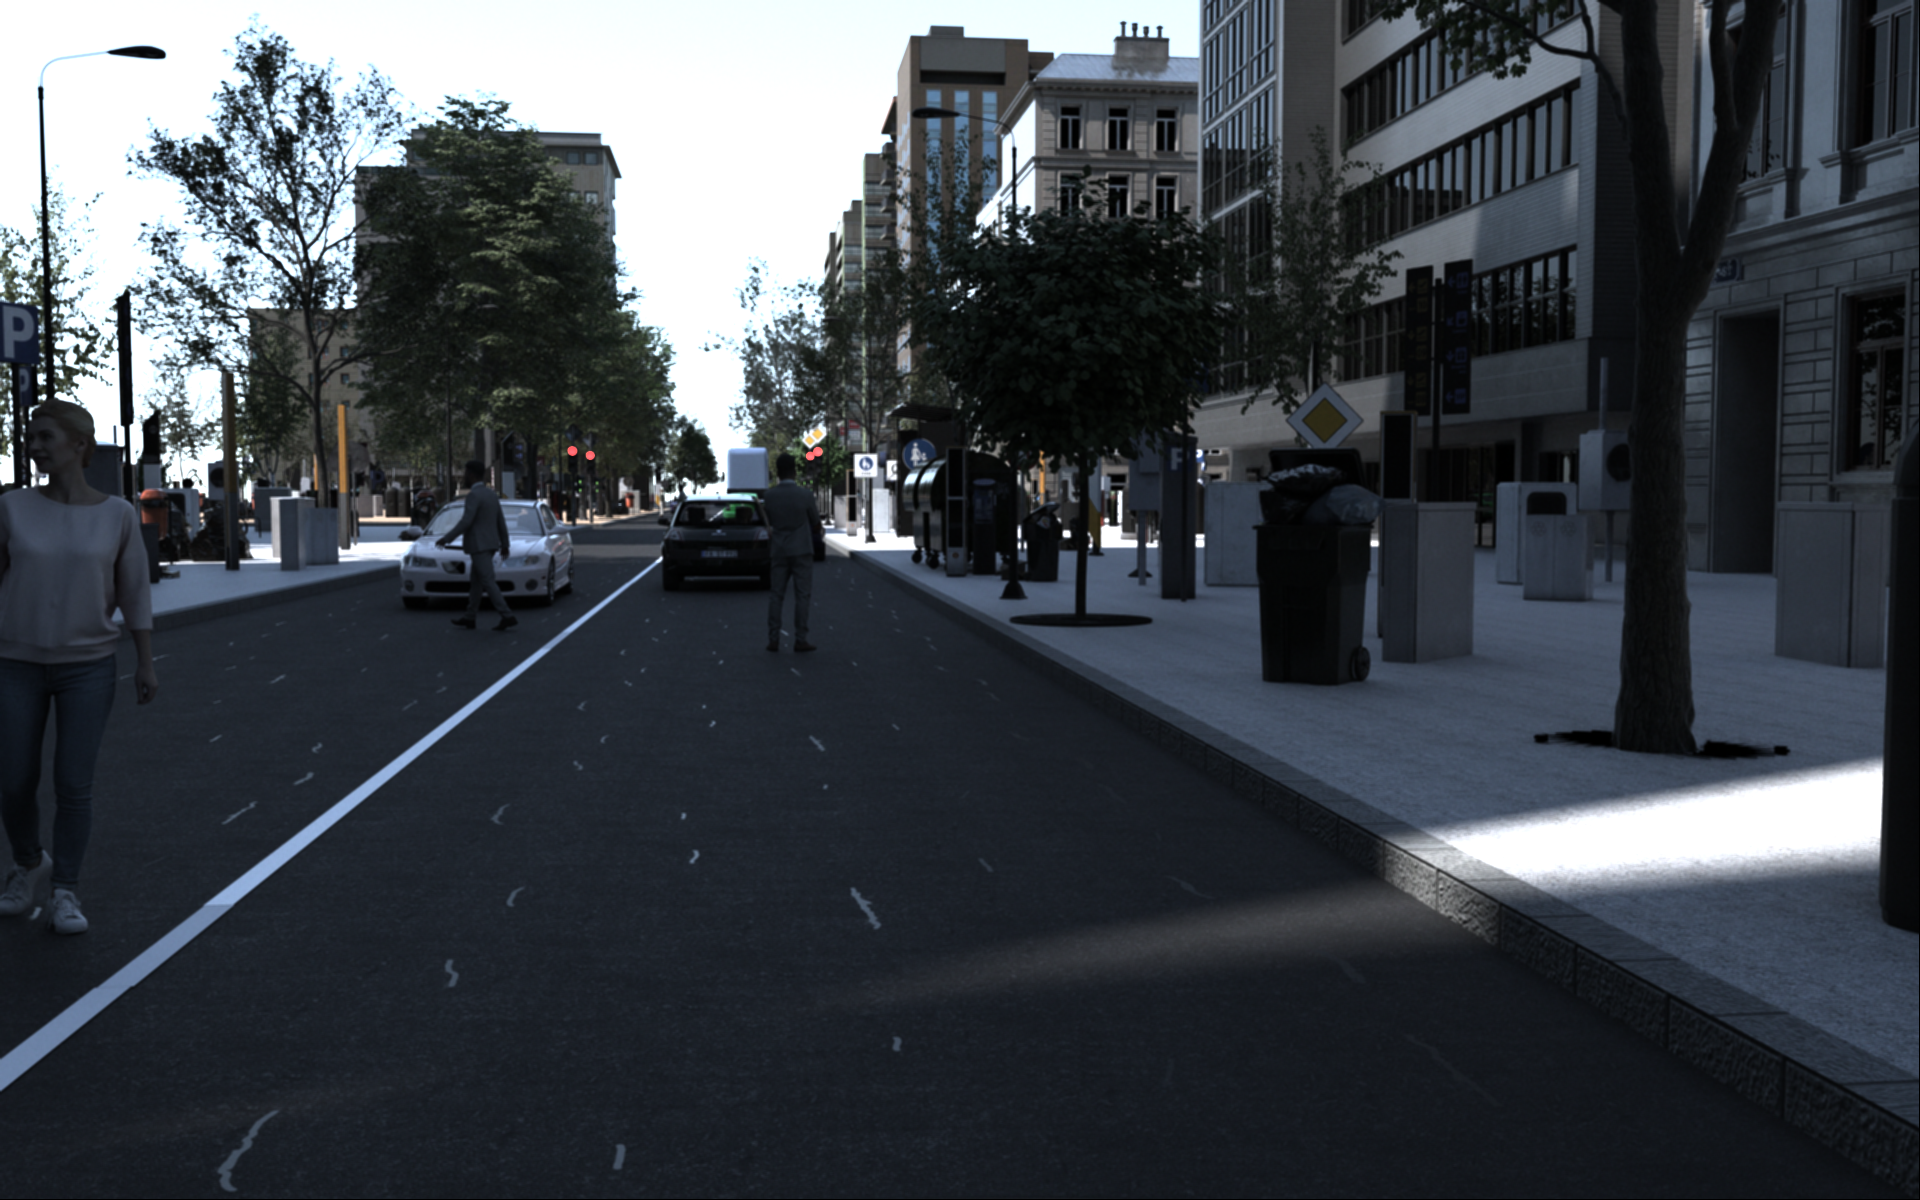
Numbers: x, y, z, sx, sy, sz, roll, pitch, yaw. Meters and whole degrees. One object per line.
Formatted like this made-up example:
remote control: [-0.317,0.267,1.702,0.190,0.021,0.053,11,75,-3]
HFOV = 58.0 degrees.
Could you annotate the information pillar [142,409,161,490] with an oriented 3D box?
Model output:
information pillar: [-22.399,-3.468,48.061,0.504,3.616,0.183,0,4,7]

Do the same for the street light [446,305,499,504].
street light: [-12.034,-4.289,42.662,1.470,5.913,1.316,0,4,-7]

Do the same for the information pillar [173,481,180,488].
information pillar: [-42.741,-5.507,94.525,0.304,2.012,0.304,0,4,-2]

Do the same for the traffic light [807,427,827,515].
traffic light: [-5.752,-4.946,69.780,0.839,4.253,0.868,0,4,-7]

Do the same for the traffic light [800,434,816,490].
traffic light: [-6.740,-5.430,77.704,0.839,4.253,0.868,0,4,-7]

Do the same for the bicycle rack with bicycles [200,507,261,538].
bicycle rack with bicycles: [-21.716,-2.265,50.417,2.925,0.926,2.852,2,4,27]

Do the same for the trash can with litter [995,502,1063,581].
trash can with litter: [0.997,-0.866,25.549,1.055,1.170,0.624,3,4,36]

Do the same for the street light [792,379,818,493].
street light: [-5.873,-5.946,69.752,1.470,5.913,1.316,0,4,-7]

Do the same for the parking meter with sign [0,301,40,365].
parking meter with sign: [-9.450,-1.211,16.057,1.738,3.016,0.543,1,4,11]

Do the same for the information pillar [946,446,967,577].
information pillar: [-0.052,-1.368,26.864,0.304,2.012,0.304,0,4,6]

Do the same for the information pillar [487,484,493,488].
information pillar: [-33.254,-7.225,122.624,0.304,2.012,0.304,1,4,22]

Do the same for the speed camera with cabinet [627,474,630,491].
speed camera with cabinet: [-25.311,-8.478,132.950,0.660,3.252,2.038,0,4,-2]

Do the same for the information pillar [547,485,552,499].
information pillar: [-31.547,-7.866,133.093,0.304,2.012,0.304,-2,4,-35]

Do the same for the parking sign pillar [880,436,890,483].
parking sign pillar: [-3.417,-5.557,79.332,1.447,3.967,1.447,0,4,-1]

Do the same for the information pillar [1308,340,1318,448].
information pillar: [5.419,-2.158,26.645,0.183,3.616,0.504,0,4,4]

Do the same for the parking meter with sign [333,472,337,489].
parking meter with sign: [-40.921,-7.194,113.881,0.543,3.016,1.738,0,4,-4]

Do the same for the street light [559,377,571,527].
street light: [-14.993,-5.798,67.341,1.470,5.913,1.316,0,4,-7]

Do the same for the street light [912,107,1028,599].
street light: [0.119,-2.965,21.017,1.470,5.913,1.316,0,4,-7]

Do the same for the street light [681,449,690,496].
street light: [-28.643,-12.500,176.919,1.470,5.913,1.316,0,4,-7]

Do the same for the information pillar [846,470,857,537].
information pillar: [-3.275,-2.933,52.441,0.304,2.012,0.304,-1,4,-10]

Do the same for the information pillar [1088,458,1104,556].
information pillar: [2.806,-2.740,36.147,0.183,3.616,0.504,-2,4,-27]

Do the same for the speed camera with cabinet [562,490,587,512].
speed camera with cabinet: [-27.521,-7.861,122.866,2.038,3.252,0.660,-2,4,-32]

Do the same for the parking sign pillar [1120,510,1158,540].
parking sign pillar: [5.200,-3.669,48.458,1.447,3.967,1.447,1,4,11]

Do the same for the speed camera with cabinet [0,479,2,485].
speed camera with cabinet: [-54.253,-6.316,97.603,0.660,3.252,2.038,-2,4,-33]

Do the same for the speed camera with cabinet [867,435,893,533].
speed camera with cabinet: [-2.724,-3.854,57.351,0.660,3.252,2.038,-1,4,-10]

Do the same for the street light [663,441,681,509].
street light: [-25.548,-11.000,152.389,1.470,5.913,1.316,0,4,-7]

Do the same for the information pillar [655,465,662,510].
information pillar: [-23.945,-8.946,137.615,0.504,3.616,0.183,-1,4,-14]

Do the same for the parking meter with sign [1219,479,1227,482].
parking meter with sign: [13.173,-5.611,88.002,1.738,3.016,0.543,-1,4,-11]

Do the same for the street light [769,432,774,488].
street light: [-13.161,-9.515,128.106,1.470,5.913,1.316,0,4,-7]

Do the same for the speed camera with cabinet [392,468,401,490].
speed camera with cabinet: [-42.648,-8.377,131.293,0.660,3.252,2.038,-1,4,-22]

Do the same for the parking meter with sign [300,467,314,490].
parking meter with sign: [-42.870,-7.177,113.608,1.738,3.016,0.543,2,4,29]

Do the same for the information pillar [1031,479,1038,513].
information pillar: [3.710,-5.016,86.502,0.304,2.012,0.304,-1,4,-16]

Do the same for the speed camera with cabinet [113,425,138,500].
speed camera with cabinet: [-23.942,-3.328,48.747,0.660,3.252,2.038,0,4,4]

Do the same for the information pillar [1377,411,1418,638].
information pillar: [3.904,-0.671,15.457,0.304,2.012,0.304,1,4,19]

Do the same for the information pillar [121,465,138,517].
information pillar: [-20.823,-2.382,43.444,0.304,2.012,0.304,-1,4,-15]

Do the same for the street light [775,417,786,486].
street light: [-10.163,-8.038,103.963,1.470,5.913,1.316,0,4,-7]

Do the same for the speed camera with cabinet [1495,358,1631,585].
speed camera with cabinet: [8.739,-1.865,24.831,2.038,3.252,0.660,-1,4,-17]

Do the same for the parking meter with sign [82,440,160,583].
parking meter with sign: [-12.216,-1.716,24.321,0.543,3.016,1.738,3,4,38]

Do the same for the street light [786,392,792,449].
street light: [-7.036,-6.503,78.858,1.470,5.913,1.316,0,4,-7]

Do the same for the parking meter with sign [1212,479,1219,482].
parking meter with sign: [9.340,-4.296,66.493,0.543,3.016,1.738,2,4,25]

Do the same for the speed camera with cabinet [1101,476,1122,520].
speed camera with cabinet: [7.547,-5.596,85.824,0.660,3.252,2.038,-3,5,-41]

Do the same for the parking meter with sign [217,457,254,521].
parking meter with sign: [-34.396,-5.218,81.570,1.738,3.016,0.543,0,4,5]

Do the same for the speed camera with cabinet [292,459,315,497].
speed camera with cabinet: [-36.640,-6.251,96.547,0.660,3.252,2.038,0,4,5]

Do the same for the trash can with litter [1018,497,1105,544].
trash can with litter: [2.530,-2.056,44.667,2.233,1.210,1.678,1,4,17]

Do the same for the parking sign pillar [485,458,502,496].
parking sign pillar: [-35.622,-8.911,134.161,1.447,3.967,1.447,3,4,36]

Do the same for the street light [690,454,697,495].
street light: [-31.711,-14.000,201.448,1.470,5.913,1.316,0,4,-7]

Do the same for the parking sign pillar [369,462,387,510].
parking sign pillar: [-48.084,-9.455,143.067,1.447,3.967,1.447,-3,5,-43]

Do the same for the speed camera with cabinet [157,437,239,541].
speed camera with cabinet: [-20.937,-3.254,47.535,2.038,3.252,0.660,0,4,-6]

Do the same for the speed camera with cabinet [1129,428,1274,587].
speed camera with cabinet: [3.418,-1.829,24.242,2.038,3.252,0.660,1,4,15]

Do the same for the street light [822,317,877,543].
street light: [-2.905,-4.469,45.605,1.470,5.913,1.316,0,4,-7]

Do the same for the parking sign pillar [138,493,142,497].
parking sign pillar: [-62.806,-8.812,132.540,1.447,3.967,1.447,1,4,17]

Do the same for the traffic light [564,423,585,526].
traffic light: [-15.287,-4.872,68.579,0.839,4.253,0.868,0,4,-7]

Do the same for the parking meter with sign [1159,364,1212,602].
parking meter with sign: [2.713,-1.538,21.405,0.543,3.016,1.738,0,4,3]

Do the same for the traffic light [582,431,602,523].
traffic light: [-16.275,-5.357,76.503,0.839,4.253,0.868,0,4,-7]

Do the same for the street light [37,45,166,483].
street light: [-8.924,-2.783,18.037,1.470,5.913,1.316,0,4,-7]

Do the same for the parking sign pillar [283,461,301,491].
parking sign pillar: [-52.704,-9.067,136.725,1.447,3.967,1.447,-1,4,-14]

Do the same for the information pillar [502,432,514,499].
information pillar: [-16.814,-4.472,64.478,0.183,3.616,0.504,3,4,38]

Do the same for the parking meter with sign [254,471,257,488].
parking meter with sign: [-41.264,-6.435,101.466,0.543,3.016,1.738,-3,5,-40]
